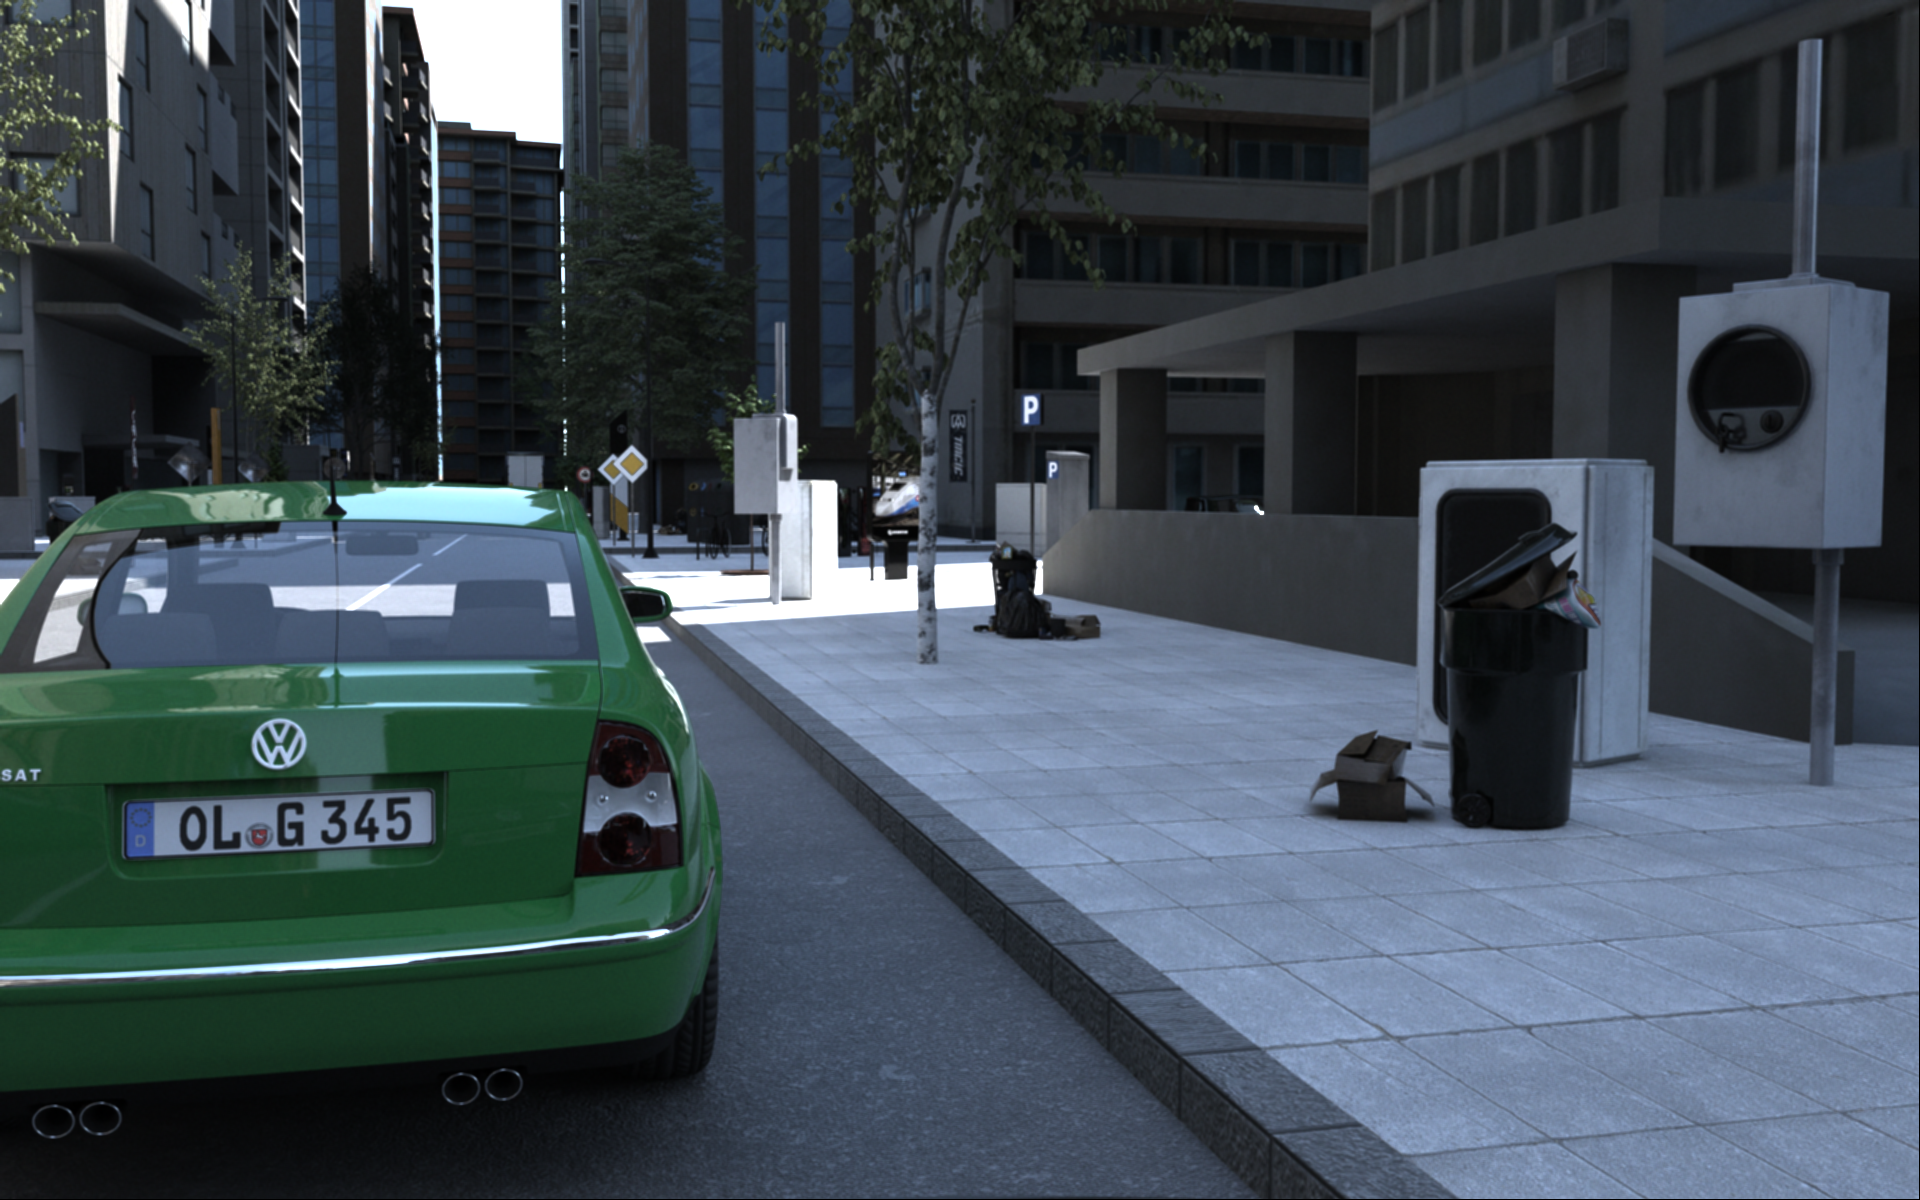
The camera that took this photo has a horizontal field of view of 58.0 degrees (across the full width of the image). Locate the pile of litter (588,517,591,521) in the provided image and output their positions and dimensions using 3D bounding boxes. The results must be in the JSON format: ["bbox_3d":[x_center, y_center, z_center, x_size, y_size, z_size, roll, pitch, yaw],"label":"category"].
[{"bbox_3d":[-15.670,-3.712,74.653,1.719,0.858,1.176,0,4,7],"label":"pile of litter"}]

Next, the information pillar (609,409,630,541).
[{"bbox_3d":[-9.355,-3.438,47.568,0.504,3.616,0.183,-1,4,-15],"label":"information pillar"}]

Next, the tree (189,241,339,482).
[{"bbox_3d":[-20.773,-6.189,51.547,4.737,8.622,4.395,0,3,0],"label":"tree"}]

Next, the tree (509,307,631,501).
[{"bbox_3d":[-20.549,-10.260,93.502,9.928,11.665,9.643,0,3,0],"label":"tree"}]

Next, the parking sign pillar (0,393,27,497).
[{"bbox_3d":[-25.907,-3.559,46.670,1.447,3.967,1.447,0,4,2],"label":"parking sign pillar"}]

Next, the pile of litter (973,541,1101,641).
[{"bbox_3d":[0.719,-0.123,15.968,1.176,0.858,1.719,0,4,-2],"label":"pile of litter"}]

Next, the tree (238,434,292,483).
[{"bbox_3d":[-21.870,-3.709,55.241,1.663,3.219,1.824,0,3,0],"label":"tree"}]

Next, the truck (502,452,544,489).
[{"bbox_3d":[-30.614,-8.108,121.476,2.839,4.237,11.283,-1,4,-15],"label":"truck"}]

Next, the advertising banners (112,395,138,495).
[{"bbox_3d":[-14.443,-2.069,30.014,0.090,3.025,2.074,-1,4,-15],"label":"advertising banners"}]

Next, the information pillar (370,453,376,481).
[{"bbox_3d":[-33.666,-6.606,99.364,0.183,3.616,0.504,-3,5,-44],"label":"information pillar"}]

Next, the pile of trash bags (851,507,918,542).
[{"bbox_3d":[-2.785,-2.253,46.583,3.447,1.369,1.912,-3,5,-44],"label":"pile of trash bags"}]

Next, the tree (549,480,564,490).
[{"bbox_3d":[-42.759,-11.644,184.985,1.663,3.219,1.824,0,3,0],"label":"tree"}]

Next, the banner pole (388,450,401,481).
[{"bbox_3d":[-32.136,-6.623,98.307,0.863,3.779,0.401,-1,4,-19],"label":"banner pole"}]

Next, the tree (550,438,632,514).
[{"bbox_3d":[-17.085,-6.133,83.996,4.285,4.588,4.351,0,3,0],"label":"tree"}]

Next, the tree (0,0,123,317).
[{"bbox_3d":[-12.844,-4.358,21.619,4.737,8.622,4.395,0,3,0],"label":"tree"}]

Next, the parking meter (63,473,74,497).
[{"bbox_3d":[-25.067,-2.631,48.733,0.255,1.863,0.399,-2,4,-31],"label":"parking meter"}]

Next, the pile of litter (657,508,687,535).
[{"bbox_3d":[-9.060,-2.485,54.601,1.176,0.858,1.719,2,4,25],"label":"pile of litter"}]

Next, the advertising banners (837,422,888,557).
[{"bbox_3d":[-1.998,-2.426,35.851,0.090,3.025,2.074,2,4,30],"label":"advertising banners"}]

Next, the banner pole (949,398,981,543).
[{"bbox_3d":[0.118,-3.385,45.365,0.863,3.779,0.401,0,4,-3],"label":"banner pole"}]

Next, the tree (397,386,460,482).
[{"bbox_3d":[-35.871,-10.132,116.028,4.737,8.622,4.395,0,3,0],"label":"tree"}]

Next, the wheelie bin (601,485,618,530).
[{"bbox_3d":[-12.589,-3.296,61.798,0.980,1.594,0.693,1,4,22],"label":"wheelie bin"}]

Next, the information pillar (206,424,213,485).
[{"bbox_3d":[-25.276,-4.110,58.555,0.183,3.616,0.504,0,4,5],"label":"information pillar"}]

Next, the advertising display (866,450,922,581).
[{"bbox_3d":[-0.957,-1.266,25.909,0.974,1.923,0.123,-2,4,-35],"label":"advertising display"}]

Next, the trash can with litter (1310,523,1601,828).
[{"bbox_3d":[1.914,0.282,6.778,1.055,1.170,0.624,1,4,12],"label":"trash can with litter"}]

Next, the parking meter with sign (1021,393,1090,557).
[{"bbox_3d":[1.933,-2.108,30.720,1.738,3.016,0.543,-3,4,-36],"label":"parking meter with sign"}]

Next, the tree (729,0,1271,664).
[{"bbox_3d":[-0.061,-3.834,13.048,4.737,8.622,4.395,0,3,0],"label":"tree"}]

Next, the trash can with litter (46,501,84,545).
[{"bbox_3d":[-14.070,-0.994,27.637,1.055,1.170,0.624,2,4,31],"label":"trash can with litter"}]

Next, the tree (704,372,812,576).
[{"bbox_3d":[-3.192,-2.020,27.634,1.663,3.219,1.824,0,3,0],"label":"tree"}]

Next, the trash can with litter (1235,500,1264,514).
[{"bbox_3d":[5.579,-1.298,32.615,0.624,1.170,1.055,-1,4,-13],"label":"trash can with litter"}]

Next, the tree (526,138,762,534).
[{"bbox_3d":[-9.842,-8.420,55.788,7.486,12.596,7.792,0,3,0],"label":"tree"}]

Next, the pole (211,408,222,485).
[{"bbox_3d":[-17.586,-2.885,41.013,0.158,3.312,0.155,0,3,0],"label":"pole"}]

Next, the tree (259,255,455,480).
[{"bbox_3d":[-23.544,-8.122,67.201,7.601,10.594,8.767,0,4,2],"label":"tree"}]

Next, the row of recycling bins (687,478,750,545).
[{"bbox_3d":[-6.237,-2.307,44.829,1.069,1.692,3.534,-2,4,-23],"label":"row of recycling bins"}]

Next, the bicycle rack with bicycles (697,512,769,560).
[{"bbox_3d":[-4.128,-1.305,34.724,2.852,0.926,2.925,0,4,-2],"label":"bicycle rack with bicycles"}]

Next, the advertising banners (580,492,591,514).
[{"bbox_3d":[-24.285,-7.192,113.778,2.074,3.025,0.090,3,5,42],"label":"advertising banners"}]
